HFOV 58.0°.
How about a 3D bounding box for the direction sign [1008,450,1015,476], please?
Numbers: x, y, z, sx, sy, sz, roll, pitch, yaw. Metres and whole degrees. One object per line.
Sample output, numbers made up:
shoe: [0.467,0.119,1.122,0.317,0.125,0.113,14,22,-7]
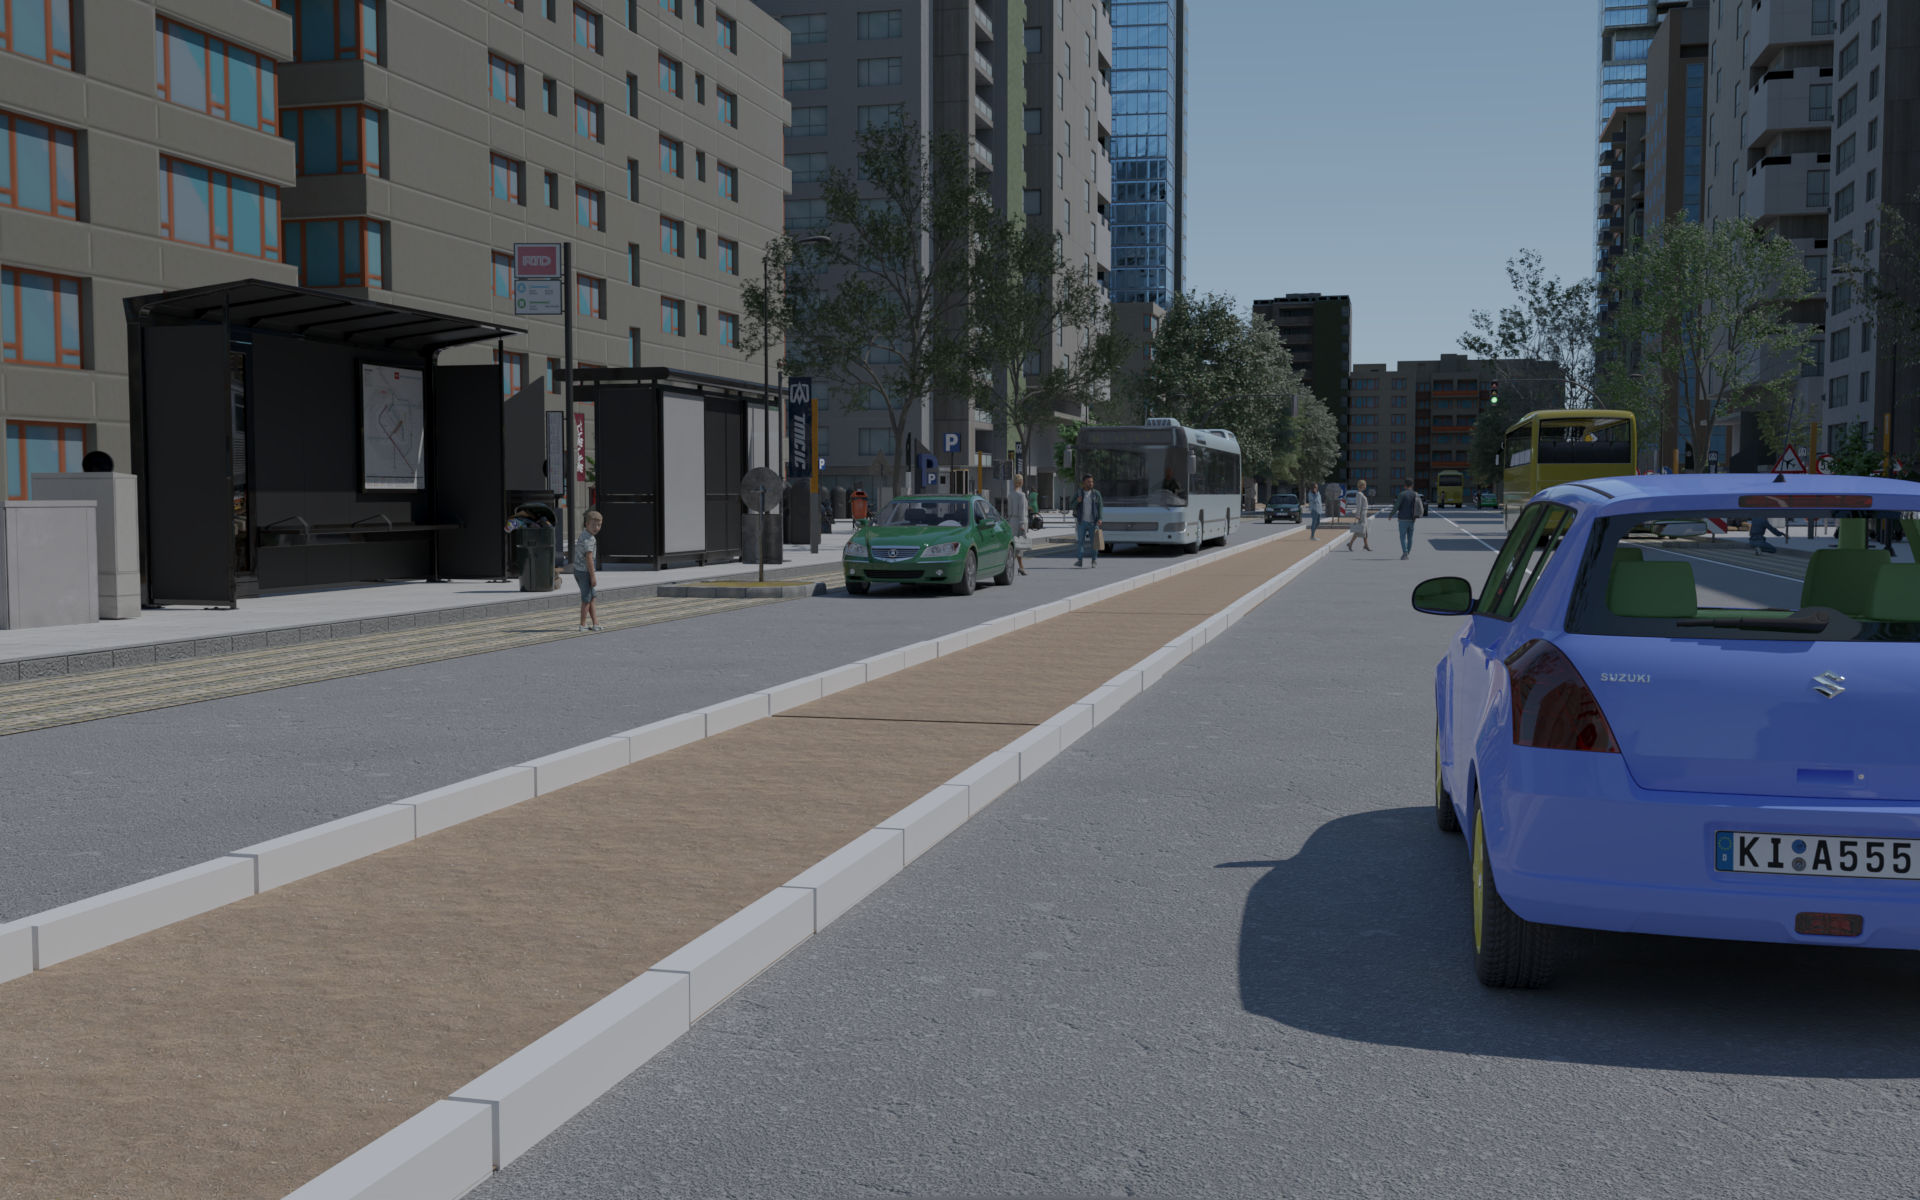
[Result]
direction sign: [2.896,-5.953,89.329,0.876,3.537,0.379,-1,4,-12]

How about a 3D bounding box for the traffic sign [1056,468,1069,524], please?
traffic sign: [4.460,-4.525,74.094,0.768,2.556,0.104,1,4,15]

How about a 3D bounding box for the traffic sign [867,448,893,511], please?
traffic sign: [-2.264,-3.015,49.295,0.884,2.594,0.081,1,4,22]

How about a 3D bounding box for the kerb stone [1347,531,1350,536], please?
kerb stone: [12.411,-2.055,55.793,0.120,0.150,1.000,1,4,14]

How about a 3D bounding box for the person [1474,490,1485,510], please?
person: [46.955,-9.018,156.458,1.217,1.766,0.721,-1,4,-15]

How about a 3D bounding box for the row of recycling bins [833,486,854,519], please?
row of recycling bins: [-6.662,-4.989,88.686,3.534,1.692,1.069,-2,4,-24]

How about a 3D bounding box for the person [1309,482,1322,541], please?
person: [10.865,-2.710,53.071,0.793,1.790,0.793,0,4,0]

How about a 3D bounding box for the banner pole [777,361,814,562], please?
banner pole: [-3.160,-2.606,32.618,0.863,3.779,0.401,1,4,14]

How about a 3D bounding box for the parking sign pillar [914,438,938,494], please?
parking sign pillar: [-1.603,-5.838,83.929,1.447,3.967,1.447,3,5,44]

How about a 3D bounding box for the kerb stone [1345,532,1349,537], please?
kerb stone: [12.158,-1.991,54.803,0.120,0.150,1.000,1,4,14]

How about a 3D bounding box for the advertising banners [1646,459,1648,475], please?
advertising banners: [34.311,-5.515,86.361,0.090,3.025,2.074,2,4,28]

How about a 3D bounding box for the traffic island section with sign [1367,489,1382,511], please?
traffic island section with sign: [35.853,-8.727,150.824,2.006,1.907,1.989,1,4,14]

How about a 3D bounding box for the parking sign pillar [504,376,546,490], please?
parking sign pillar: [-10.082,-3.105,39.234,1.447,3.967,1.447,-3,4,-38]

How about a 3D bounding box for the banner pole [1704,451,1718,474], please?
banner pole: [38.248,-6.020,88.448,0.863,3.779,0.401,1,4,15]

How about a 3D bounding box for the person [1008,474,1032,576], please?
person: [0.960,-1.307,30.222,0.624,1.780,0.694,-1,4,-22]

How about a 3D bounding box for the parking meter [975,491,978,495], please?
parking meter: [1.018,-5.227,93.870,0.372,1.533,0.369,0,3,0]

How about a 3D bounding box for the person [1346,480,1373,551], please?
person: [10.017,-2.113,43.393,0.624,1.780,0.694,2,4,28]

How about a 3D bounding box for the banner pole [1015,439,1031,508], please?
banner pole: [2.695,-5.049,72.574,0.863,3.779,0.401,1,4,19]

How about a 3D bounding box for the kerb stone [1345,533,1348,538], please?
kerb stone: [11.889,-1.931,53.803,0.120,0.150,1.000,1,4,14]

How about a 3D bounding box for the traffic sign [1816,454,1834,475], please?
traffic sign: [27.354,-3.335,54.640,0.768,2.556,0.104,1,4,20]

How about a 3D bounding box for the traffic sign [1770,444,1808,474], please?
traffic sign: [21.328,-2.728,44.609,0.884,2.594,0.081,1,4,16]

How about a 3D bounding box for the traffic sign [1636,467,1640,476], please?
traffic sign: [29.847,-4.708,77.083,0.768,2.556,0.104,1,4,17]

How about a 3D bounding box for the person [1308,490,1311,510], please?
person: [30.859,-8.781,152.095,0.660,1.820,0.620,2,4,32]

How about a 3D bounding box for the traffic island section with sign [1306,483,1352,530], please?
traffic island section with sign: [15.234,-3.838,70.885,2.006,1.907,1.989,1,4,14]

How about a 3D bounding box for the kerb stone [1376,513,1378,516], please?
kerb stone: [25.100,-5.064,104.995,0.120,0.150,1.000,1,4,14]

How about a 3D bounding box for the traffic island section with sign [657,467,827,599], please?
traffic island section with sign: [-2.987,-0.976,24.586,1.989,1.847,2.006,1,4,14]

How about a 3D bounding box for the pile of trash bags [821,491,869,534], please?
pile of trash bags: [-4.678,-2.862,56.547,3.447,1.369,1.912,-1,4,-14]

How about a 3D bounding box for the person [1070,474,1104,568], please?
person: [2.503,-1.522,33.367,0.794,1.824,0.713,1,4,22]

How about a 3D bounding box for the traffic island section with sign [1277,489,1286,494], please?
traffic island section with sign: [24.172,-7.413,129.832,1.989,1.847,2.006,1,4,14]

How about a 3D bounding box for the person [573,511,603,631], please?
person: [-3.866,-0.298,18.052,0.352,1.250,0.332,1,4,17]

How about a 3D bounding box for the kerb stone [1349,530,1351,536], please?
kerb stone: [12.666,-2.116,56.791,0.120,0.150,1.000,1,4,14]

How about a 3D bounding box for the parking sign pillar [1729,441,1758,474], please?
parking sign pillar: [39.280,-6.018,86.861,1.447,3.967,1.447,2,4,25]

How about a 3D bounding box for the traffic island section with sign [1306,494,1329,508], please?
traffic island section with sign: [36.803,-10.411,178.843,1.989,1.847,2.006,1,4,14]

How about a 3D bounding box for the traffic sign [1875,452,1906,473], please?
traffic sign: [24.022,-2.744,44.875,0.884,2.594,0.081,1,4,20]

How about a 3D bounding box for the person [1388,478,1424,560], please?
person: [9.787,-1.776,37.891,0.623,1.781,0.721,-2,4,-25]

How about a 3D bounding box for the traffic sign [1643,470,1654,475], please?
traffic sign: [36.851,-5.656,92.574,0.768,2.556,0.104,1,4,17]

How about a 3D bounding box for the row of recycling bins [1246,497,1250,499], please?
row of recycling bins: [23.957,-8.654,148.610,1.069,1.692,3.534,-1,4,-10]

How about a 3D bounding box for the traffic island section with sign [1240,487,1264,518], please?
traffic island section with sign: [17.431,-5.817,103.730,1.989,1.847,2.006,1,4,14]

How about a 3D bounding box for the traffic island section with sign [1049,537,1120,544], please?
traffic island section with sign: [3.763,-2.572,50.686,1.989,1.847,2.006,1,4,14]

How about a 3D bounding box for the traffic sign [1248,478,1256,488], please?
traffic sign: [22.480,-8.181,133.864,0.768,2.556,0.104,1,4,22]

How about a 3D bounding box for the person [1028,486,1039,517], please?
person: [3.260,-4.226,77.848,0.600,1.795,0.529,-1,4,-19]

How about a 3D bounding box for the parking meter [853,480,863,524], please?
parking meter: [-4.364,-4.191,74.233,0.399,1.863,0.255,-1,4,-21]

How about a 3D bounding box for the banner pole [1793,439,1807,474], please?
banner pole: [37.956,-5.406,78.406,0.401,3.779,0.863,-2,4,-28]

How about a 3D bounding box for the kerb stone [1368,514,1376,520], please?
kerb stone: [23.565,-4.697,99.034,0.120,0.150,1.000,1,4,14]

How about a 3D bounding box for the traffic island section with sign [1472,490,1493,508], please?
traffic island section with sign: [52.971,-10.161,174.753,1.989,1.847,2.006,1,4,14]

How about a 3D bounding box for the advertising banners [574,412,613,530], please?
advertising banners: [-8.024,-2.560,38.040,0.090,3.025,2.074,1,4,12]

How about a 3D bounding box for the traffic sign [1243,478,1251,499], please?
traffic sign: [21.968,-8.149,133.341,0.768,2.556,0.104,1,4,16]

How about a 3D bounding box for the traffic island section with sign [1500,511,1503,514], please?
traffic island section with sign: [40.423,-7.184,126.092,1.989,1.847,2.006,1,4,14]

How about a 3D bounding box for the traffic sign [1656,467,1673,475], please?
traffic sign: [32.582,-4.898,80.189,0.768,2.556,0.104,1,4,22]

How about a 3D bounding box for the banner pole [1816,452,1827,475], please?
banner pole: [45.232,-6.204,91.449,0.863,3.779,0.401,2,4,29]

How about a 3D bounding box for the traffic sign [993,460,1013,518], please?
traffic sign: [1.266,-3.017,51.456,0.606,2.300,0.079,1,4,19]

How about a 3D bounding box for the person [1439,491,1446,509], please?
person: [46.817,-9.720,168.126,0.721,1.736,1.217,3,5,44]

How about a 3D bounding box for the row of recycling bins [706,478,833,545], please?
row of recycling bins: [-5.072,-2.317,44.993,3.534,1.692,1.069,2,4,35]
